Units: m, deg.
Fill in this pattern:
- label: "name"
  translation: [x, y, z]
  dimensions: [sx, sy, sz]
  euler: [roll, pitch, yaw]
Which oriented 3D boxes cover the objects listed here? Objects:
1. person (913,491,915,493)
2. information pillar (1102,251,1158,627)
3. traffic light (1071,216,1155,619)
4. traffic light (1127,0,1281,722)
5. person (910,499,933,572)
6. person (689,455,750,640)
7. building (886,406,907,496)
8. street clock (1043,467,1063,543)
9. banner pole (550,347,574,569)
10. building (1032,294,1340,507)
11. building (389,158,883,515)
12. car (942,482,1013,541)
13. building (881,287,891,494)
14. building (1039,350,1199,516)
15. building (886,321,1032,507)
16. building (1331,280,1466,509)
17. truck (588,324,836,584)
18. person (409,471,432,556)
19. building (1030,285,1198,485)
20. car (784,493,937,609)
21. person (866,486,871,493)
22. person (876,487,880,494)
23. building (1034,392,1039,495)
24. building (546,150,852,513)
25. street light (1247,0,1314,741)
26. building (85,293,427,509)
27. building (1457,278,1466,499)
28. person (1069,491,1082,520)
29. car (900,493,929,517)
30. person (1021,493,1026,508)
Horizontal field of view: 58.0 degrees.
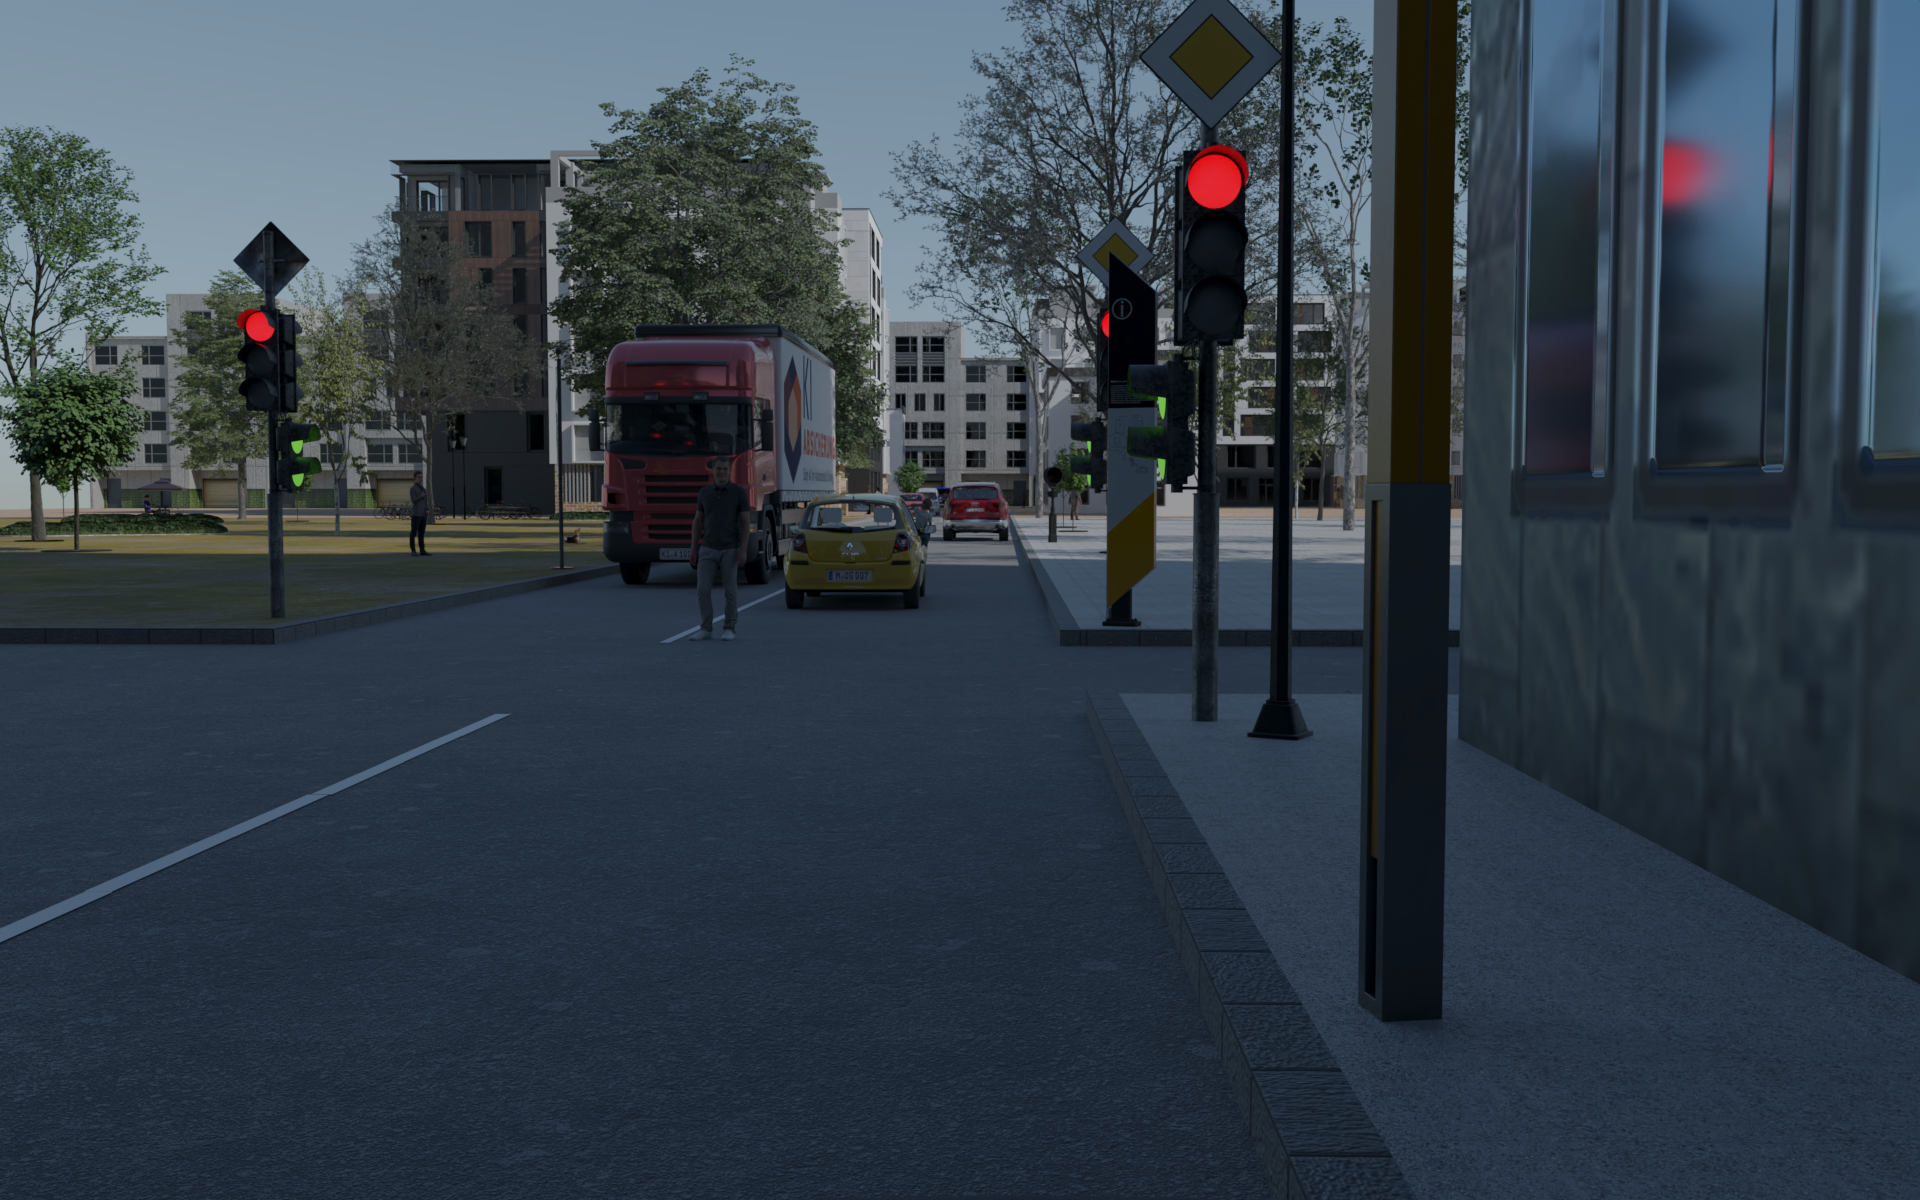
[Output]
- label: "person"
  translation: [-4.499, -9.788, 166.800]
  dimensions: [1.217, 1.735, 0.721]
  euler: [-3, 4, -36]
- label: "information pillar"
  translation: [1.649, -1.551, 16.711]
  dimensions: [0.504, 3.616, 0.183]
  euler: [1, 4, 23]
- label: "traffic light"
  translation: [1.558, -1.760, 17.705]
  dimensions: [0.839, 4.253, 0.868]
  euler: [0, 4, 1]
- label: "traffic light"
  translation: [1.371, -1.272, 9.722]
  dimensions: [0.839, 4.253, 0.868]
  euler: [0, 4, 1]
- label: "person"
  translation: [-0.732, -1.198, 32.000]
  dimensions: [0.435, 1.345, 0.340]
  euler: [0, 4, -6]
- label: "person"
  translation: [-2.377, -0.512, 17.007]
  dimensions: [0.598, 1.807, 0.434]
  euler: [1, 4, 22]
- label: "building"
  translation: [-19.371, -13.676, 165.749]
  dimensions: [28.070, 9.664, 9.099]
  euler: [0, 4, 1]
- label: "street clock"
  translation: [2.454, -2.523, 45.821]
  dimensions: [0.471, 2.002, 0.358]
  euler: [-1, 4, -19]
- label: "banner pole"
  translation: [-6.892, -2.431, 29.763]
  dimensions: [0.401, 3.779, 0.863]
  euler: [-1, 4, -18]
- label: "building"
  translation: [24.455, -21.244, 191.311]
  dimensions: [32.646, 21.610, 27.936]
  euler: [0, 4, 1]
- label: "building"
  translation: [-20.465, -17.015, 122.176]
  dimensions: [27.936, 21.610, 32.646]
  euler: [0, 4, 1]
- label: "car"
  translation: [0.531, -2.806, 54.558]
  dimensions: [2.281, 1.827, 5.304]
  euler: [0, 4, 2]
- label: "building"
  translation: [-13.817, -17.599, 144.163]
  dimensions: [16.016, 20.091, 11.380]
  euler: [0, 4, 1]
- label: "building"
  translation: [10.312, -10.560, 114.804]
  dimensions: [9.099, 9.664, 28.070]
  euler: [0, 4, 1]
- label: "building"
  translation: [-8.134, -19.551, 186.109]
  dimensions: [31.486, 18.905, 16.747]
  euler: [0, 4, 1]
- label: "building"
  translation: [41.491, -18.536, 159.485]
  dimensions: [11.380, 20.091, 16.016]
  euler: [0, 4, 1]
- label: "truck"
  translation: [-4.060, -2.569, 30.916]
  dimensions: [2.839, 4.237, 11.283]
  euler: [0, 4, 2]
- label: "person"
  translation: [-11.076, -1.790, 35.836]
  dimensions: [0.750, 1.759, 0.617]
  euler: [2, 4, 30]
- label: "building"
  translation: [14.593, -18.707, 162.276]
  dimensions: [16.016, 20.091, 11.380]
  euler: [0, 4, 1]
- label: "car"
  translation: [-1.331, -0.786, 23.076]
  dimensions: [2.015, 1.641, 3.980]
  euler: [0, 4, 0]
- label: "person"
  translation: [-5.758, -6.247, 108.317]
  dimensions: [0.705, 1.807, 1.348]
  euler: [1, 4, 20]
- label: "person"
  translation: [-5.550, -6.612, 114.942]
  dimensions: [0.721, 1.735, 1.217]
  euler: [2, 4, 28]
- label: "building"
  translation: [10.961, -12.284, 142.987]
  dimensions: [9.099, 9.664, 28.070]
  euler: [0, 4, 1]
- label: "building"
  translation: [-14.450, -14.904, 100.103]
  dimensions: [16.016, 20.091, 11.380]
  euler: [0, 4, 1]
- label: "street light"
  translation: [1.159, -2.232, 9.033]
  dimensions: [1.470, 5.913, 1.316]
  euler: [0, 4, 1]
- label: "building"
  translation: [-61.347, -18.035, 161.329]
  dimensions: [31.486, 18.905, 16.747]
  euler: [0, 4, 1]
- label: "building"
  translation: [63.459, -18.916, 153.246]
  dimensions: [32.646, 21.610, 27.936]
  euler: [0, 4, 1]
- label: "person"
  translation: [5.645, -4.782, 84.787]
  dimensions: [0.434, 1.755, 0.990]
  euler: [-2, 4, -32]
- label: "car"
  translation: [-2.752, -5.444, 98.042]
  dimensions: [2.155, 1.783, 4.494]
  euler: [0, 4, 2]
- label: "person"
  translation: [5.919, -9.303, 161.413]
  dimensions: [0.557, 1.426, 1.065]
  euler: [3, 4, 37]
